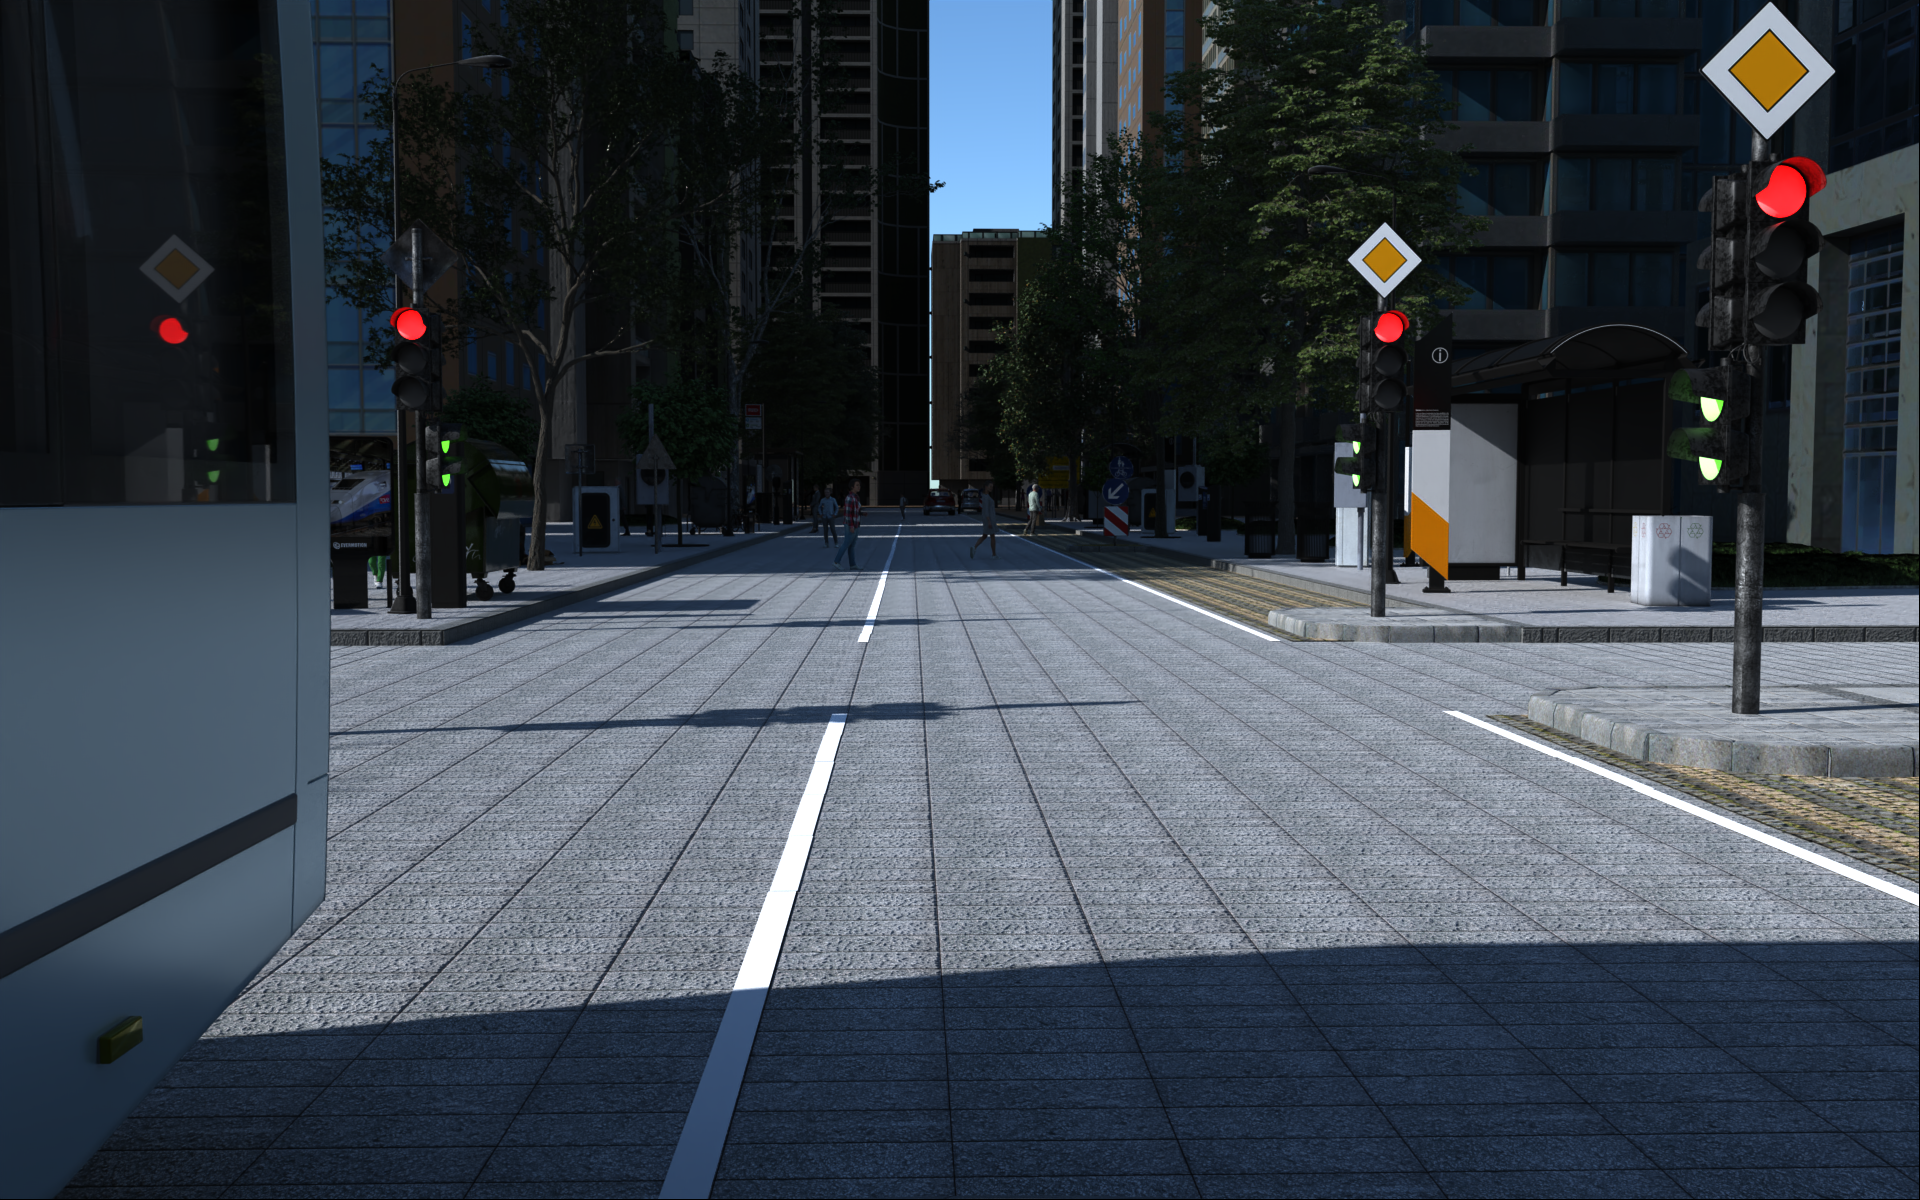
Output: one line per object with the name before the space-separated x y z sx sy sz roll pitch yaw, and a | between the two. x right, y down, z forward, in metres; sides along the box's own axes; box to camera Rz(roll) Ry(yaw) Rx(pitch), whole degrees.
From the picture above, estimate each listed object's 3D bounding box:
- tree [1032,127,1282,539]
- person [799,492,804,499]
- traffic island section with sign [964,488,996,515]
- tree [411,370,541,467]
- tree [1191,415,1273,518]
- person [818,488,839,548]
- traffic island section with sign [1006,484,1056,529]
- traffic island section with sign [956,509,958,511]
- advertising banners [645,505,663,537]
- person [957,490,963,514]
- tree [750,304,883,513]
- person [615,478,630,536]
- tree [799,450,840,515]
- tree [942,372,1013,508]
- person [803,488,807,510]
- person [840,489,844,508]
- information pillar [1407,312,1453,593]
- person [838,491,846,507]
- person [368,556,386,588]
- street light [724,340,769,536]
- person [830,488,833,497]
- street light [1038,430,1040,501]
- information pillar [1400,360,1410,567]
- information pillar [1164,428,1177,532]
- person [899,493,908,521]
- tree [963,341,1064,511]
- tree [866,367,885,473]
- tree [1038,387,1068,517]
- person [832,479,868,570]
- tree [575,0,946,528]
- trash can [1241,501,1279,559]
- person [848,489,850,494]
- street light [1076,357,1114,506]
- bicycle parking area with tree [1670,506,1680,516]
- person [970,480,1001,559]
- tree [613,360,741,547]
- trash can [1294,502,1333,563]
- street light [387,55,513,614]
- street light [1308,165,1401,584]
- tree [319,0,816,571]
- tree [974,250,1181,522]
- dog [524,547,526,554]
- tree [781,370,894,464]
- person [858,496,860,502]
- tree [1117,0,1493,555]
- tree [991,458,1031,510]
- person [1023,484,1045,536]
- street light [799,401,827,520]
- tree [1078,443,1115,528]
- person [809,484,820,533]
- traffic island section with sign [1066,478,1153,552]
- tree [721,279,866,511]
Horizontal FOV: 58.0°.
tree | 5.696 -7.610 50.180 9.928 11.665 9.643 0 3 0
person | -11.740 -7.201 123.795 1.348 1.821 0.705 -2 4 -32
traffic island section with sign | 1.487 -6.826 120.240 1.989 1.847 2.006 0 4 -2
tree | -12.819 -3.818 46.140 4.285 4.588 4.351 0 3 0
tree | 11.077 -5.329 70.838 4.285 4.588 4.351 0 3 0
person | -3.527 -2.206 46.381 0.589 1.601 0.330 1 4 17
traffic island section with sign | 2.887 -3.810 70.923 1.989 1.847 2.006 0 4 -2
traffic island section with sign | 0.685 -8.509 147.756 1.989 1.847 2.006 0 4 -2
advertising banners | -9.020 -3.399 51.755 0.090 3.025 2.074 -2 4 -31
person | 0.039 -6.992 123.535 0.721 1.735 1.217 1 4 14
tree | -9.592 -12.843 116.631 9.857 13.997 8.962 0 3 0
person | -10.523 -2.857 53.160 0.834 1.777 0.661 -2 4 -33
tree | -9.162 -7.605 108.055 4.285 4.588 4.351 0 3 0
tree | 3.449 -15.270 160.026 12.009 13.543 11.850 0 3 0
person | -12.638 -8.191 140.690 0.721 1.735 1.217 0 4 3
person | -11.050 -9.388 160.356 0.721 1.723 1.217 0 4 0
information pillar | 6.121 -1.902 22.444 0.504 3.616 0.183 1 4 10
person | -11.807 -10.101 173.666 1.348 1.822 0.705 3 5 43
person | -7.966 -0.822 23.726 0.306 1.304 0.590 -1 4 -15
street light | -6.463 -4.882 52.359 1.470 5.913 1.316 0 4 -2
person | -9.194 -7.023 121.606 0.721 1.736 1.217 -2 4 -23
street light | 3.698 -7.370 93.039 1.470 5.913 1.316 0 4 -2
information pillar | 8.029 -2.399 30.580 0.504 3.616 0.183 -3 4 -38
information pillar | 7.145 -4.125 58.797 0.183 3.616 0.504 -3 4 -38
person | -3.055 -5.014 93.082 0.503 1.515 0.523 2 4 26
tree | 3.925 -12.863 128.431 7.486 12.596 7.792 0 3 0
tree | -9.197 -12.956 129.949 7.486 12.596 7.792 0 3 0
tree | 4.865 -8.978 97.159 4.737 8.622 4.395 0 3 0
person | -2.075 -1.429 32.702 0.643 1.720 0.563 0 4 5
tree | -7.258 -12.730 64.017 12.611 20.169 13.585 0 3 0
trash can | 6.002 -1.406 34.640 0.748 1.137 0.748 0 3 0
person | -10.905 -9.991 169.411 0.705 1.822 1.348 0 4 -6
street light | 4.630 -5.270 58.702 1.470 5.913 1.316 0 4 -2
bicycle parking area with tree | 22.619 -4.056 53.324 9.016 4.147 8.231 0 4 2
person | 0.584 -1.752 37.900 0.760 1.731 0.466 -3 4 -37
tree | -6.890 -3.599 42.551 4.285 4.588 4.351 0 3 0
trash can | 6.646 -1.281 32.599 0.748 1.137 0.748 0 3 0
street light | -5.434 -2.810 18.489 1.470 5.913 1.316 0 4 -2
street light | 5.614 -3.188 24.670 1.470 5.913 1.316 0 4 -2
tree | -6.897 -5.758 28.550 7.601 10.594 8.767 3 5 43
tree | 5.292 -10.019 80.824 9.611 12.733 9.660 0 3 0
dog | -9.213 -1.314 35.857 0.800 0.831 0.513 2 4 31
tree | -10.609 -14.304 144.245 12.009 13.543 11.850 0 3 0
person | -5.835 -5.224 94.614 0.721 1.736 1.217 -3 5 -42
tree | 7.342 -7.232 36.368 7.486 12.596 7.792 0 3 0
tree | 4.081 -9.630 141.167 4.285 4.588 4.351 0 3 0
person | 2.547 -3.072 59.219 0.515 1.767 0.782 -2 4 -30
street light | -7.354 -6.978 86.629 1.470 5.913 1.316 0 4 -2
tree | 5.301 -4.312 65.106 1.663 3.219 1.824 0 3 0
person | -5.405 -3.366 63.813 0.573 1.790 0.520 -2 4 -33
traffic island section with sign | 3.686 -2.114 43.191 1.989 1.847 2.006 0 4 -2
tree | -9.123 -10.623 91.809 7.486 12.596 7.792 0 3 0
